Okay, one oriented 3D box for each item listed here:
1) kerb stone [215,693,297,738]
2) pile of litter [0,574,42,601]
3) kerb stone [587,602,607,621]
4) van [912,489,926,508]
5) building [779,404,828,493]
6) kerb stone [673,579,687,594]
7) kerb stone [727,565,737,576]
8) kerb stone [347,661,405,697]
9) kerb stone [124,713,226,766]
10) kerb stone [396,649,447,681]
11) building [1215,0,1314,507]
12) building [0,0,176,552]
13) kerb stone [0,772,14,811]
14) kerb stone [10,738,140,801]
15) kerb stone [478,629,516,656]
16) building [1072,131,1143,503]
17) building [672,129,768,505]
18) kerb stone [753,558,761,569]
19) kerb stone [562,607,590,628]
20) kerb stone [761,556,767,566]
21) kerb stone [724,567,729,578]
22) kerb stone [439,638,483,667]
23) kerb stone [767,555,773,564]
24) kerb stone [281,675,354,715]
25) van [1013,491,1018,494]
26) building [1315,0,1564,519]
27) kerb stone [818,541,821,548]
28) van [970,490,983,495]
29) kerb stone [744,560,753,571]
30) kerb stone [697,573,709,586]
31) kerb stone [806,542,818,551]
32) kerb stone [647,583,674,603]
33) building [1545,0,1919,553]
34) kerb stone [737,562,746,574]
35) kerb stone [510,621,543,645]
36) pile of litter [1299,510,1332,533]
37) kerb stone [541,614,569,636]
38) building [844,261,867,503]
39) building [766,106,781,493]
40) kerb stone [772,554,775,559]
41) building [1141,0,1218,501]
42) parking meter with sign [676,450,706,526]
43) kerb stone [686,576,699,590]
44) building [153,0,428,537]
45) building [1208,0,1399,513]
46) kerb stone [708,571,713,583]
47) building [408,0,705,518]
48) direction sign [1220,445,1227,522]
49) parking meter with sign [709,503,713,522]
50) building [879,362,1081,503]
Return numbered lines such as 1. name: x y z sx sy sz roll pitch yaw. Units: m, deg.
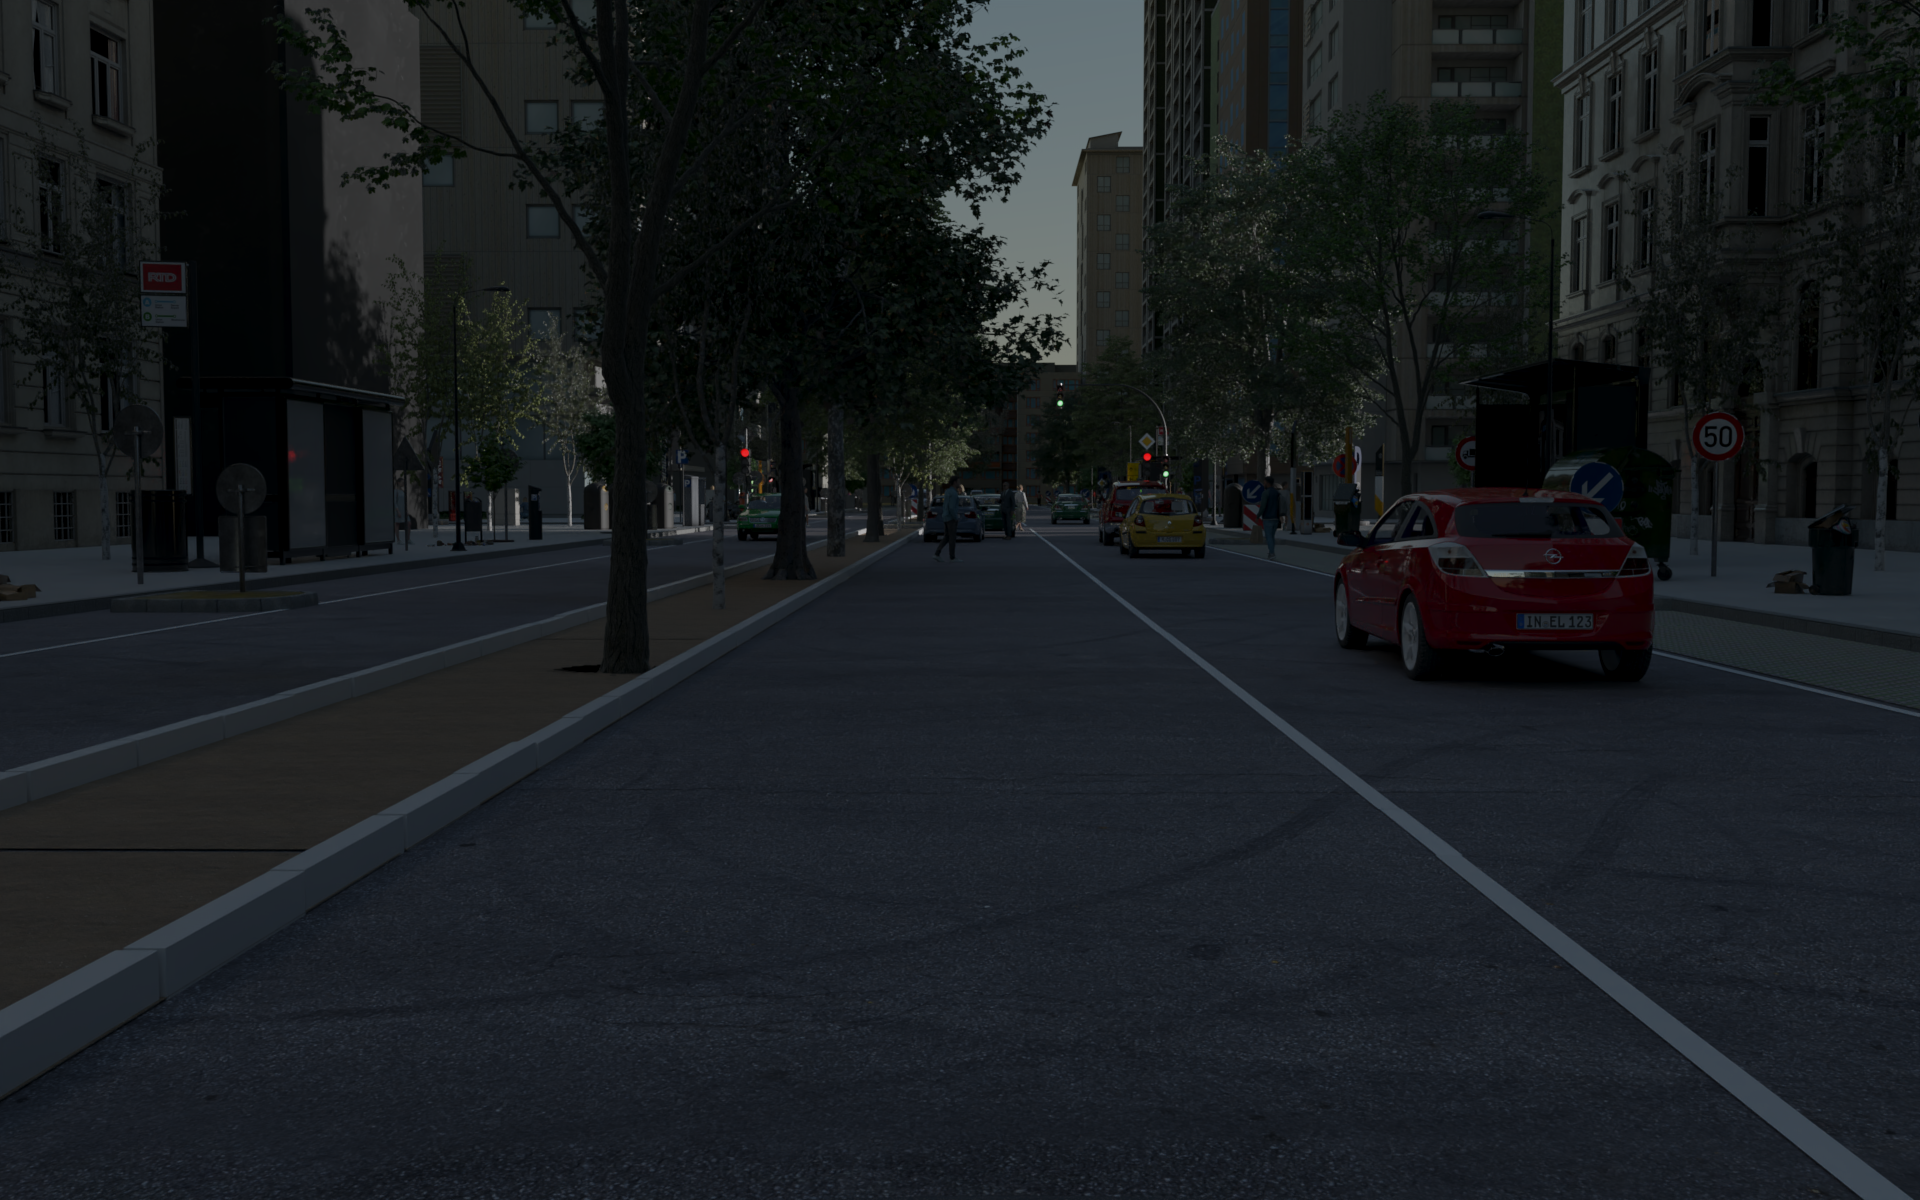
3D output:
1. kerb stone: -4.326 0.716 10.576 0.120 0.150 1.000 0 4 1
2. pile of litter: -11.954 -0.448 21.283 1.176 0.858 1.719 -1 4 -18
3. kerb stone: -4.189 0.147 19.795 0.120 0.150 1.000 0 4 1
4. van: -3.411 -8.708 149.389 2.013 2.044 4.112 0 4 2
5. building: -31.584 -22.306 209.746 28.899 21.520 27.650 0 4 1
6. kerb stone: -4.106 -0.166 24.910 0.120 0.150 1.000 0 4 1
7. kerb stone: -4.036 -0.479 30.033 0.120 0.150 1.000 0 4 1
8. kerb stone: -4.290 0.586 12.620 0.120 0.150 1.000 0 4 1
9. kerb stone: -4.341 0.775 9.546 0.120 0.150 1.000 0 4 1
10. kerb stone: -4.284 0.523 13.650 0.120 0.150 1.000 0 4 1
11. building: 26.409 -29.024 124.655 14.600 45.320 14.200 0 4 1
12. building: -28.526 -12.113 31.330 16.112 22.955 30.059 0 4 1
13. kerb stone: -4.374 0.899 7.496 0.120 0.150 1.000 0 4 1
14. kerb stone: -4.356 0.836 8.524 0.120 0.150 1.000 0 4 1
15. kerb stone: -4.247 0.397 15.697 0.120 0.150 1.000 0 4 1
16. building: 31.103 -41.002 259.626 27.495 52.752 28.713 0 4 1
17. building: -27.913 -31.763 143.026 21.300 48.544 21.600 0 4 1
18. kerb stone: -3.986 -0.667 33.125 0.120 0.150 1.000 0 4 1
19. kerb stone: -4.212 0.209 18.774 0.120 0.150 1.000 0 4 1
20. kerb stone: -3.974 -0.731 34.153 0.120 0.150 1.000 0 4 1
21. kerb stone: -4.047 -0.414 29.011 0.120 0.150 1.000 0 4 1
22. kerb stone: -4.266 0.460 14.672 0.120 0.150 1.000 0 4 1
23. kerb stone: -3.966 -0.788 35.176 0.120 0.150 1.000 0 4 1
24. kerb stone: -4.319 0.648 11.598 0.120 0.150 1.000 0 4 1
25. van: 7.204 -13.326 224.892 2.013 2.044 4.112 0 4 -1
26. building: 25.986 -24.880 90.378 14.086 41.232 14.154 0 4 1
27. kerb stone: -3.809 -1.421 45.428 0.120 0.150 1.000 0 4 1
28. van: 1.828 -11.019 187.177 2.013 2.044 4.112 0 4 0
29. kerb stone: -4.006 -0.605 32.094 0.120 0.150 1.000 0 4 1
30. kerb stone: -4.082 -0.291 26.957 0.120 0.150 1.000 0 4 1
31. kerb stone: -3.813 -1.358 44.406 0.120 0.150 1.000 0 4 1
32. kerb stone: -4.128 -0.103 23.888 0.120 0.150 1.000 0 4 1
33. building: 26.223 -13.799 44.701 14.460 24.649 34.723 0 4 1
34. kerb stone: -4.021 -0.542 31.069 0.120 0.150 1.000 0 4 1
35. kerb stone: -4.235 0.337 16.719 0.120 0.150 1.000 0 4 1
36. pile of litter: 11.894 -2.688 57.911 1.176 0.858 1.719 2 4 31
37. kerb stone: -4.218 0.282 17.747 0.120 0.150 1.000 0 4 1
38. building: -18.701 -34.799 252.562 14.086 41.232 14.154 0 4 1
39. building: -28.378 -31.496 169.586 22.147 44.769 28.867 0 4 1
40. kerb stone: -3.948 -0.851 36.198 0.120 0.150 1.000 0 4 1
41. building: 31.105 -47.229 210.438 20.563 71.187 20.611 0 4 1
42. parking meter with sign: -10.742 -4.461 69.202 0.543 3.016 1.738 1 4 14
43. kerb stone: -4.094 -0.227 25.932 0.120 0.150 1.000 0 4 1
44. building: -27.745 -13.940 57.599 15.834 23.373 12.332 0 4 1
45. building: 27.940 -28.334 146.861 14.154 41.232 14.086 0 4 1
46. kerb stone: -4.062 -0.354 27.989 0.120 0.150 1.000 0 4 1
47. building: -31.024 -31.464 103.683 28.713 52.752 27.495 0 4 1
48. direction sign: 12.061 -5.323 79.029 0.379 3.537 0.876 1 4 22
49. parking meter with sign: -11.994 -5.084 79.383 1.738 3.016 0.543 0 4 -1
50. building: 2.891 -25.365 259.751 28.899 21.520 27.650 0 4 1
